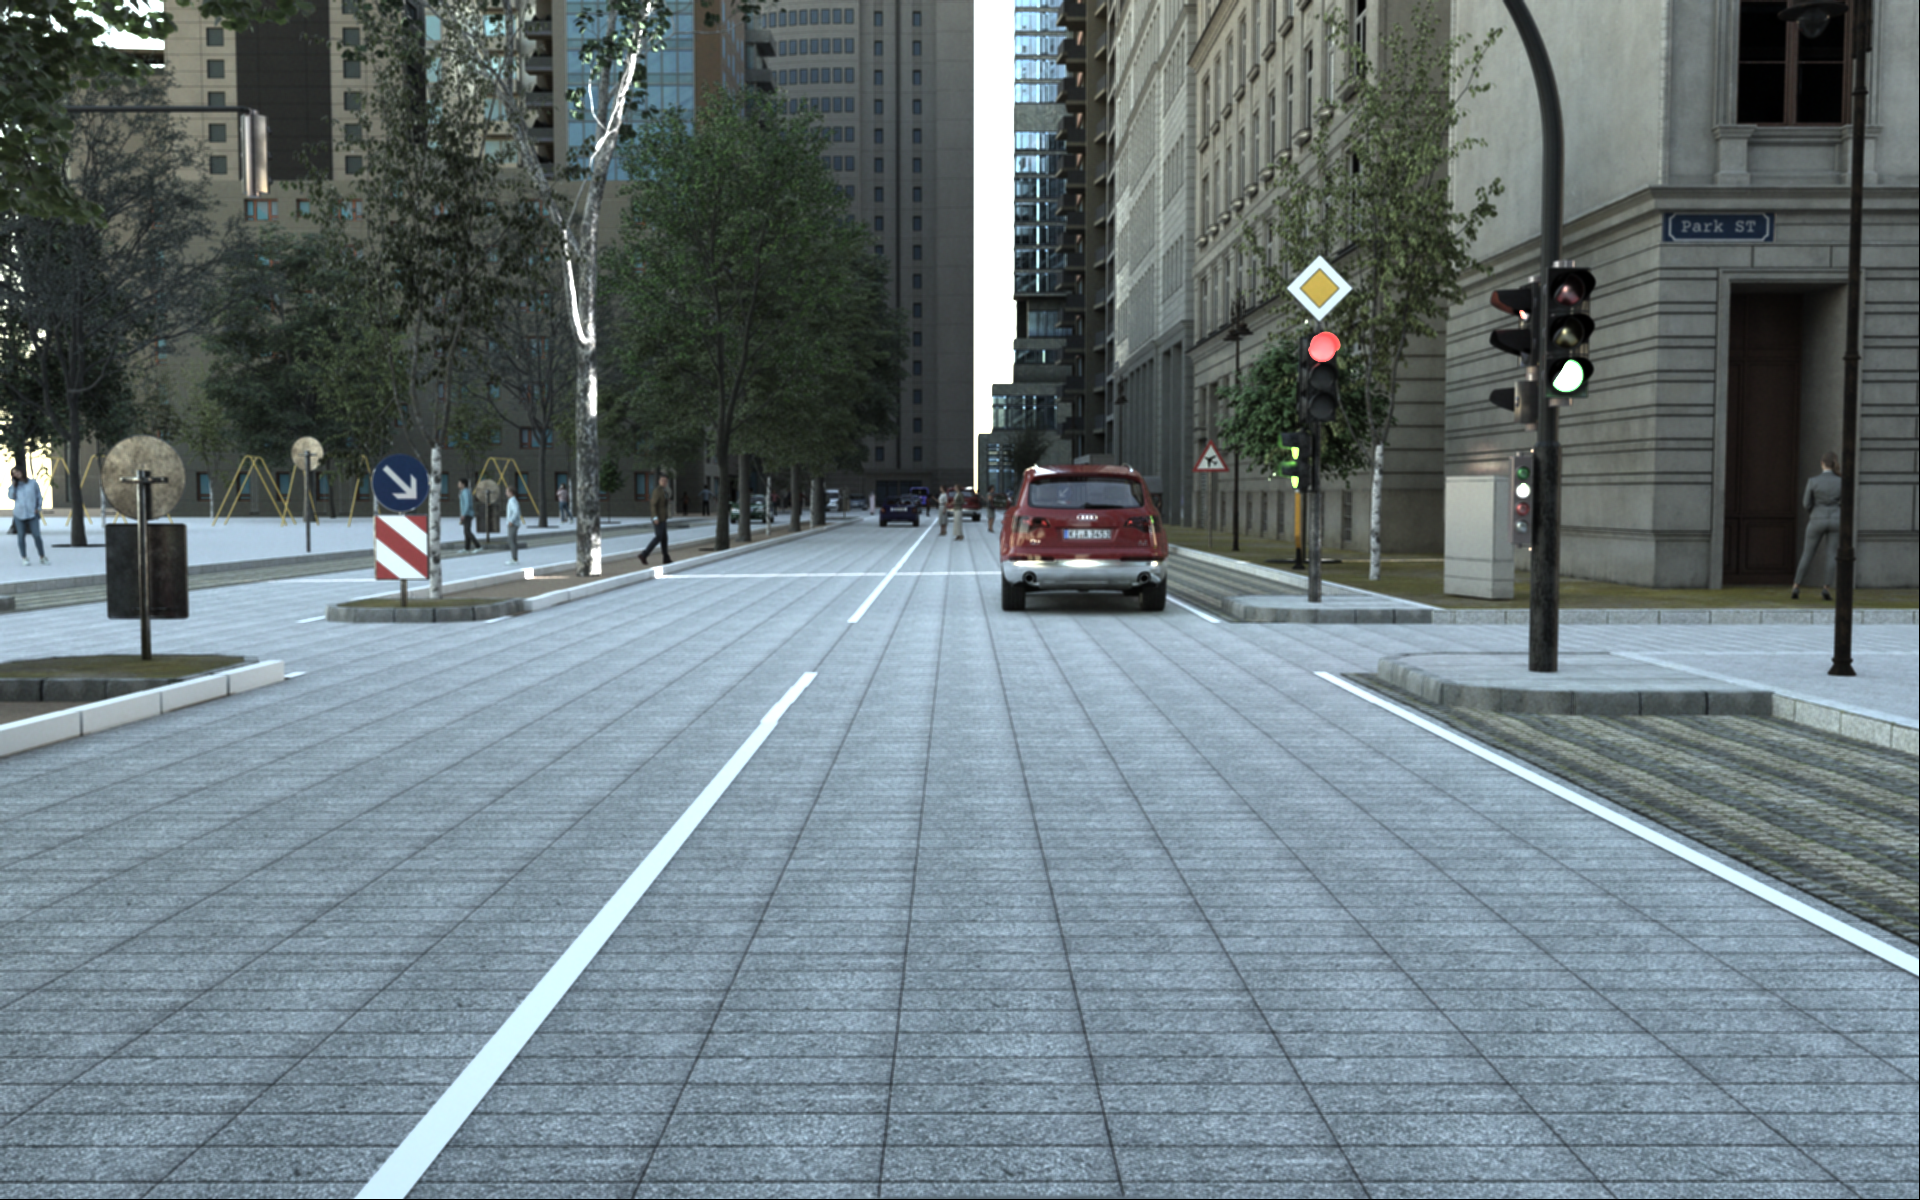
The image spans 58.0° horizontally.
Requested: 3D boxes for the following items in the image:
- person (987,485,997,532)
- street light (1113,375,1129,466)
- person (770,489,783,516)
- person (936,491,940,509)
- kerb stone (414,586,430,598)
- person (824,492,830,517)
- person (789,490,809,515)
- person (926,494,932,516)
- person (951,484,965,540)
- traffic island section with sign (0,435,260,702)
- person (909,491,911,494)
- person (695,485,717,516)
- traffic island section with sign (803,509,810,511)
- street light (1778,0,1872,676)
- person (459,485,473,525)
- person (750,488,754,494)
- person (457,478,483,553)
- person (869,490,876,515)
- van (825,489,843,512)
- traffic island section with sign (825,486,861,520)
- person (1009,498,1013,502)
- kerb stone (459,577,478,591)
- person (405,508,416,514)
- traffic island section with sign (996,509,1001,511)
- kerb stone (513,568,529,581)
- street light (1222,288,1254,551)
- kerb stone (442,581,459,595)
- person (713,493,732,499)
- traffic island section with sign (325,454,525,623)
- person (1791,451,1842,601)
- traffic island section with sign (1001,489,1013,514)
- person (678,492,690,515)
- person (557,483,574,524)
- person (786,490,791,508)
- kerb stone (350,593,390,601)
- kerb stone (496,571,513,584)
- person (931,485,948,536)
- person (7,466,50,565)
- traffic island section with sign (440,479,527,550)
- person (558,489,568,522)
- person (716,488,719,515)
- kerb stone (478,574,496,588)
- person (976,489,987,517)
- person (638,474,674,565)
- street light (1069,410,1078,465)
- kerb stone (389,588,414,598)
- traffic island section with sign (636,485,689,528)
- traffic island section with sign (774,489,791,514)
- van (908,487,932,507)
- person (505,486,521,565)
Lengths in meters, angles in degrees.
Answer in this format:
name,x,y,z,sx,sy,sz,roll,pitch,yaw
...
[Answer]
name,x,y,z,sx,sy,sz,roll,pitch,yaw
person,1.239,-3.415,64.692,0.532,1.782,0.716,1,4,14
street light,6.230,-5.769,67.119,0.468,5.910,1.993,0,3,0
person,-12.061,-6.329,112.707,1.217,1.743,0.721,-2,4,-30
person,-1.961,-9.382,162.338,0.568,1.767,0.683,-1,4,-18
kerb stone,-7.379,-0.087,23.647,0.120,0.150,1.000,0,3,0
person,-6.856,-4.731,85.841,0.794,1.824,0.713,-1,4,-16
person,-10.814,-6.591,116.229,1.348,1.831,0.705,-1,4,-13
person,-2.028,-6.087,111.280,0.557,1.426,1.065,1,4,15
person,-0.092,-2.738,53.809,0.362,1.759,0.519,-2,4,-24
traffic island section with sign,-6.315,-0.286,12.814,2.006,1.907,1.989,0,3,0
person,-4.502,-9.054,157.313,1.217,1.735,0.721,2,4,29
person,-15.157,-5.948,103.286,1.348,1.826,0.705,-1,4,-14
traffic island section with sign,-12.538,-8.670,150.384,1.989,1.847,2.006,0,3,0
street light,6.258,-2.405,12.112,0.468,5.910,1.993,0,3,0
person,-20.776,-4.066,72.729,0.606,1.804,0.583,-2,4,-32
person,-15.110,-7.321,126.467,0.721,1.735,1.217,2,4,26
person,-11.906,-2.049,42.024,0.620,1.820,0.660,-1,4,-16
person,-6.053,-6.789,120.174,0.551,1.740,0.621,1,4,20
van,-10.293,-8.102,139.472,2.013,2.044,4.112,0,4,1
traffic island section with sign,-6.412,-5.335,95.359,2.006,1.907,1.989,0,3,0
person,4.381,-7.723,138.025,1.065,1.426,0.557,1,4,19
kerb stone,-7.387,-0.210,25.692,0.120,0.150,1.000,0,3,0
person,-18.817,-3.239,59.184,0.537,1.800,0.526,1,4,9
traffic island section with sign,4.089,-8.629,149.707,1.989,1.847,2.006,0,3,0
kerb stone,-7.390,-0.402,28.771,0.120,0.150,1.000,0,3,0
street light,6.240,-4.051,39.019,0.468,5.910,1.993,0,3,0
kerb stone,-7.385,-0.148,24.669,0.120,0.150,1.000,0,3,0
person,-16.457,-6.957,119.867,1.350,1.814,0.705,-1,4,-13
traffic island section with sign,-6.314,-0.739,20.221,2.006,1.907,1.989,0,3,0
person,10.412,-0.895,20.950,0.520,1.790,0.573,0,4,1
traffic island section with sign,4.119,-6.980,122.752,1.989,1.847,2.006,0,3,0
person,-16.502,-5.787,103.922,1.065,1.426,0.557,3,5,41
person,-17.091,-4.184,75.049,0.643,1.750,0.593,2,4,27
person,-15.958,-9.413,160.872,0.541,1.710,0.530,3,4,37
kerb stone,-7.371,0.036,21.602,0.120,0.150,1.000,0,3,0
kerb stone,-7.384,-0.337,27.749,0.120,0.150,1.000,0,3,0
person,-0.672,-3.102,59.786,0.524,1.755,0.480,-2,4,-30
person,-16.876,-1.533,31.370,0.793,1.790,0.793,3,4,37
traffic island section with sign,-12.409,-2.234,45.161,1.989,1.847,2.006,0,3,0
person,-18.119,-4.425,78.936,0.362,1.759,0.519,-3,5,-43
person,-14.751,-6.070,106.083,0.445,1.727,0.742,-1,4,-13
kerb stone,-7.384,-0.274,26.718,0.120,0.150,1.000,0,3,0
person,1.188,-6.126,109.375,1.217,1.736,0.721,2,4,33
person,-6.102,-1.629,35.042,0.836,1.842,0.656,-2,4,-25
street light,6.194,-7.466,94.856,0.468,5.910,1.993,0,3,0
kerb stone,-7.382,-0.026,22.625,0.120,0.150,1.000,0,3,0
traffic island section with sign,-12.448,-3.924,72.792,1.989,1.847,2.006,0,3,0
traffic island section with sign,-12.494,-6.995,122.990,1.989,1.847,2.006,0,3,0
van,-3.760,-9.634,161.902,2.240,2.365,5.245,0,4,0
person,-9.113,-1.527,35.278,0.330,1.601,0.589,0,4,-3
